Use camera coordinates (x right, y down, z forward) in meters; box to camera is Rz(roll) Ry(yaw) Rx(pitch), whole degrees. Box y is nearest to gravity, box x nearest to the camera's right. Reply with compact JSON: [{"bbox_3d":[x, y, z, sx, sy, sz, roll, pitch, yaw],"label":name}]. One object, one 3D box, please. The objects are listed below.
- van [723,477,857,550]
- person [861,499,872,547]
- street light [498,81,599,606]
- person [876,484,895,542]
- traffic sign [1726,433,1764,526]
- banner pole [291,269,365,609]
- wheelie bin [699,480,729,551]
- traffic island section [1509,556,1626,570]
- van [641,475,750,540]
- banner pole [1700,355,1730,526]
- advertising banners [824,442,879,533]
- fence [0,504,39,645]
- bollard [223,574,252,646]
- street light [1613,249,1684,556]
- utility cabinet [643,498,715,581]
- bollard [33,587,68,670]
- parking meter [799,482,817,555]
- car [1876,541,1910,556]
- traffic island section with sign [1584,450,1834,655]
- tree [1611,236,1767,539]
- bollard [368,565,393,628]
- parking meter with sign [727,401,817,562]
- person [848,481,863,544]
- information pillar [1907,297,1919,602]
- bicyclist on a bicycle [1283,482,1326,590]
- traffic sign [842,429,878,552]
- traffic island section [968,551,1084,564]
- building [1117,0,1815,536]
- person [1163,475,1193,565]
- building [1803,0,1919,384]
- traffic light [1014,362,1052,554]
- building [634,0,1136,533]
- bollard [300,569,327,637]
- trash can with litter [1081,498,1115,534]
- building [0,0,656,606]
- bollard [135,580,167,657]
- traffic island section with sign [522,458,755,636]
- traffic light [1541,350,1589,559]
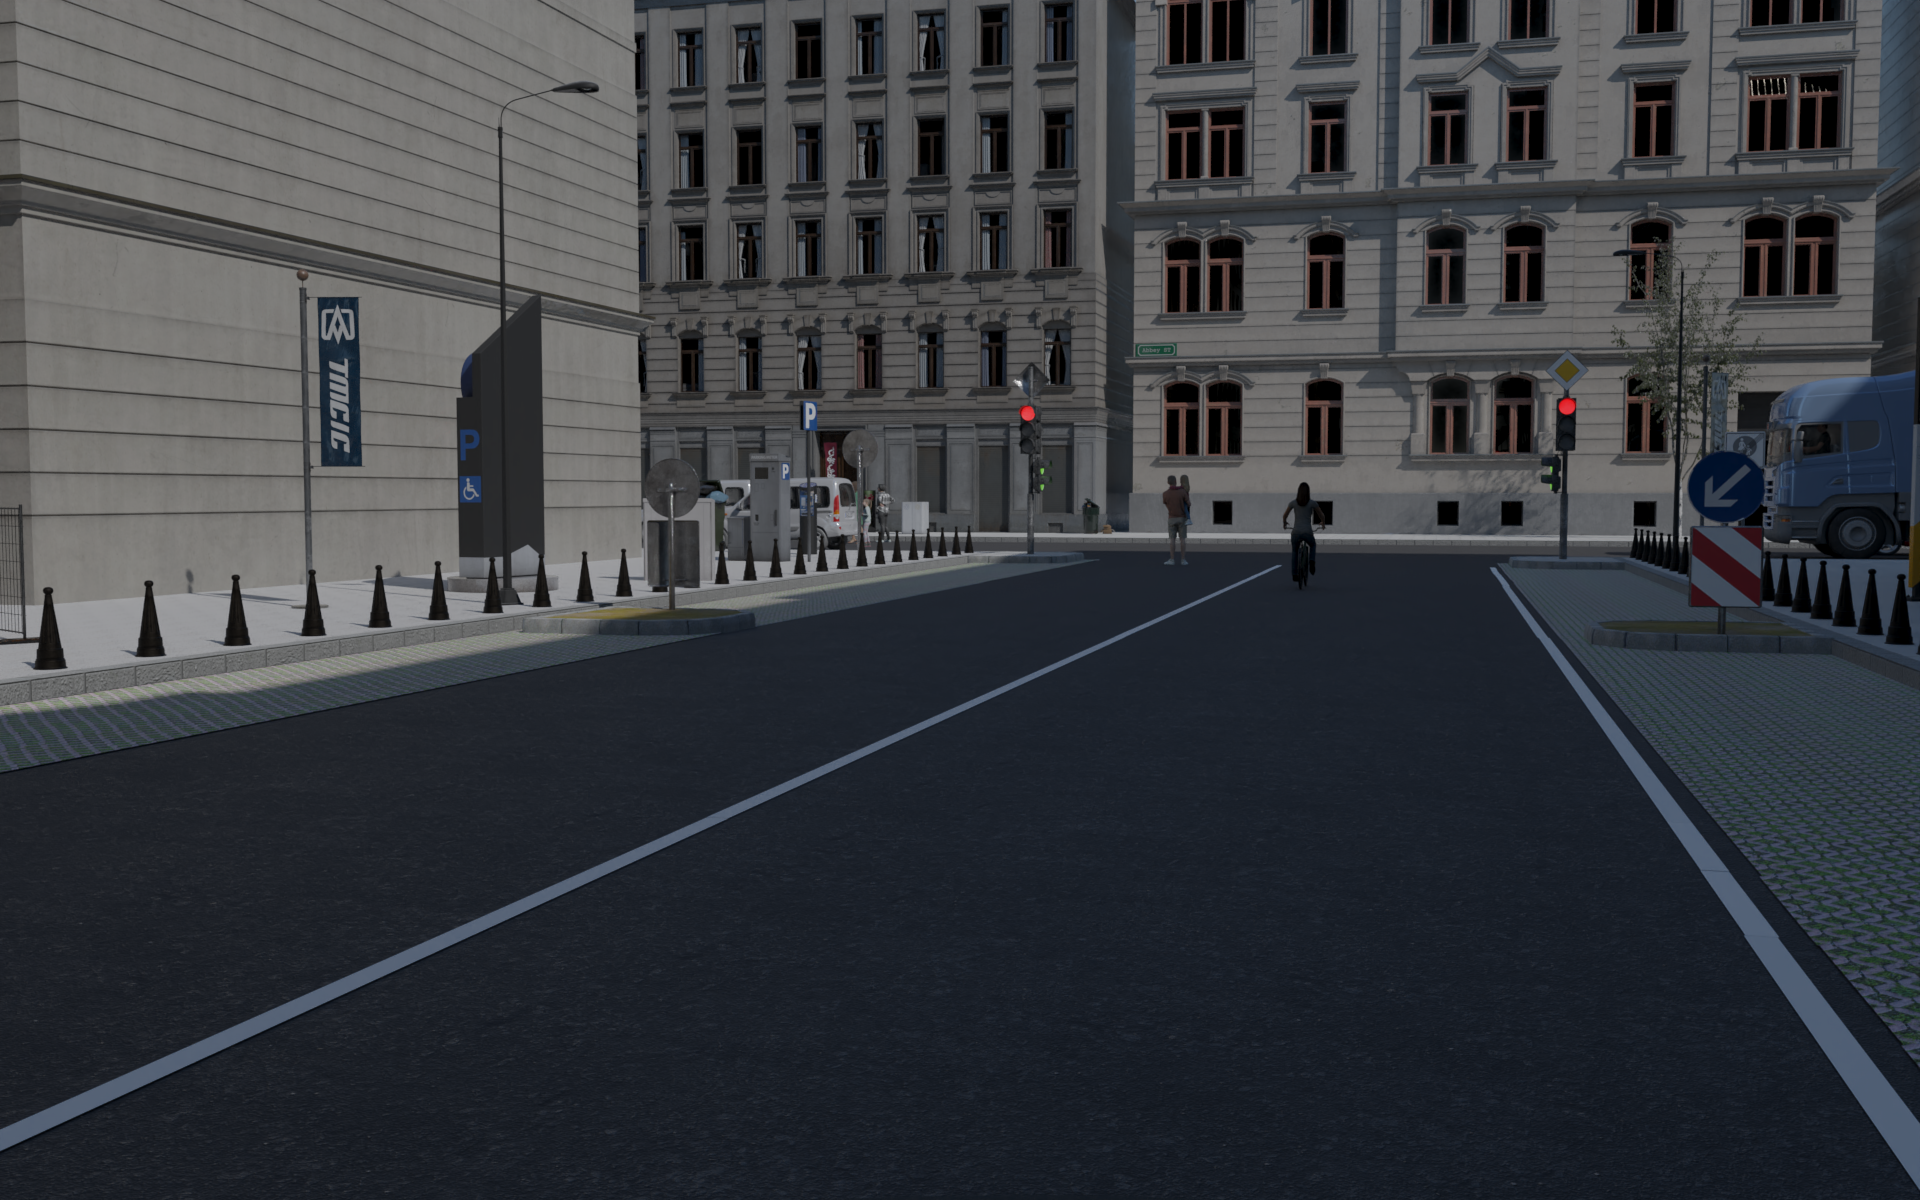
[{"bbox_3d":[-4.689,-2.275,44.202,4.112,2.044,2.013,1,4,16],"label":"van"},{"bbox_3d":[-2.574,-2.102,47.146,0.394,1.301,0.425,-1,4,-23],"label":"person"},{"bbox_3d":[-4.727,-2.888,19.767,1.470,5.913,1.316,1,4,15],"label":"street light"},{"bbox_3d":[-2.268,-2.578,51.381,0.376,1.734,0.841,2,4,33],"label":"person"},{"bbox_3d":[12.877,-1.611,28.473,0.606,2.300,0.079,2,4,23],"label":"traffic sign"},{"bbox_3d":[-7.092,-1.797,19.393,0.863,3.779,0.401,0,4,2],"label":"banner pole"},{"bbox_3d":[-5.631,-1.888,38.771,0.980,1.594,0.693,1,4,18],"label":"wheelie bin"},{"bbox_3d":[11.886,-0.722,34.078,2.009,0.180,2.903,1,4,15],"label":"traffic island section"},{"bbox_3d":[-7.712,-2.712,51.353,4.112,2.044,2.013,1,4,16],"label":"van"},{"bbox_3d":[13.608,-2.527,31.340,0.863,3.779,0.401,-2,4,-29],"label":"banner pole"},{"bbox_3d":[-3.659,-3.777,57.947,2.074,3.025,0.090,2,4,26],"label":"advertising banners"},{"bbox_3d":[-8.824,-0.268,15.588,2.264,1.192,0.480,3,5,43],"label":"fence"},{"bbox_3d":[-6.134,0.083,14.684,0.229,0.601,0.229,0,3,0],"label":"bollard"},{"bbox_3d":[13.089,-3.693,32.925,1.470,5.913,1.316,1,4,15],"label":"street light"},{"bbox_3d":[-4.167,-0.891,25.726,1.020,1.237,0.306,0,4,2],"label":"utility cabinet"},{"bbox_3d":[-6.678,0.204,12.700,0.229,0.601,0.229,0,3,0],"label":"bollard"},{"bbox_3d":[-3.219,-1.734,36.761,0.372,1.533,0.369,0,3,0],"label":"parking meter"},{"bbox_3d":[22.995,-1.932,40.632,4.494,1.783,2.155,1,4,16],"label":"car"},{"bbox_3d":[7.058,-0.482,16.515,1.989,1.847,2.006,1,4,15],"label":"traffic island section with sign"},{"bbox_3d":[20.478,-6.033,49.001,4.360,8.622,3.978,0,3,0],"label":"tree"},{"bbox_3d":[-5.586,-0.038,16.663,0.229,0.601,0.229,0,3,0],"label":"bollard"},{"bbox_3d":[-3.609,-2.242,32.926,1.738,3.016,0.543,1,4,23],"label":"parking meter with sign"},{"bbox_3d":[-2.987,-2.509,49.769,0.529,1.795,0.600,-1,4,-16],"label":"person"},{"bbox_3d":[11.586,-1.790,20.620,0.504,3.616,0.183,0,4,1],"label":"information pillar"},{"bbox_3d":[5.235,-1.002,26.402,1.499,1.676,1.625,1,4,16],"label":"bicyclist on a bicycle"},{"bbox_3d":[-1.973,-2.069,33.933,0.768,2.556,0.104,1,4,22],"label":"traffic sign"},{"bbox_3d":[1.485,-0.897,36.947,2.009,0.180,2.903,1,4,15],"label":"traffic island section"},{"bbox_3d":[17.975,-16.645,59.533,23.554,28.519,14.401,1,4,15],"label":"building"},{"bbox_3d":[4.449,-1.632,35.157,0.580,1.828,0.573,-2,4,-34],"label":"person"},{"bbox_3d":[40.706,-16.268,53.373,23.554,28.519,14.401,1,4,15],"label":"building"},{"bbox_3d":[1.521,-2.929,36.802,0.839,4.253,0.868,1,4,15],"label":"traffic light"},{"bbox_3d":[-2.902,-13.062,62.712,18.267,20.994,9.793,1,4,15],"label":"building"},{"bbox_3d":[-5.857,0.023,15.673,0.229,0.601,0.229,0,3,0],"label":"bollard"},{"bbox_3d":[4.444,-2.710,55.690,1.055,1.170,0.624,0,4,-2],"label":"trash can with litter"},{"bbox_3d":[-29.204,-15.649,32.279,44.131,29.872,17.030,1,4,15],"label":"building"},{"bbox_3d":[-6.406,0.144,13.694,0.229,0.601,0.229,0,3,0],"label":"bollard"},{"bbox_3d":[-3.279,-0.598,18.412,1.989,1.847,2.006,1,4,15],"label":"traffic island section with sign"},{"bbox_3d":[11.851,-2.756,33.975,0.839,4.253,0.868,1,4,15],"label":"traffic light"}]
